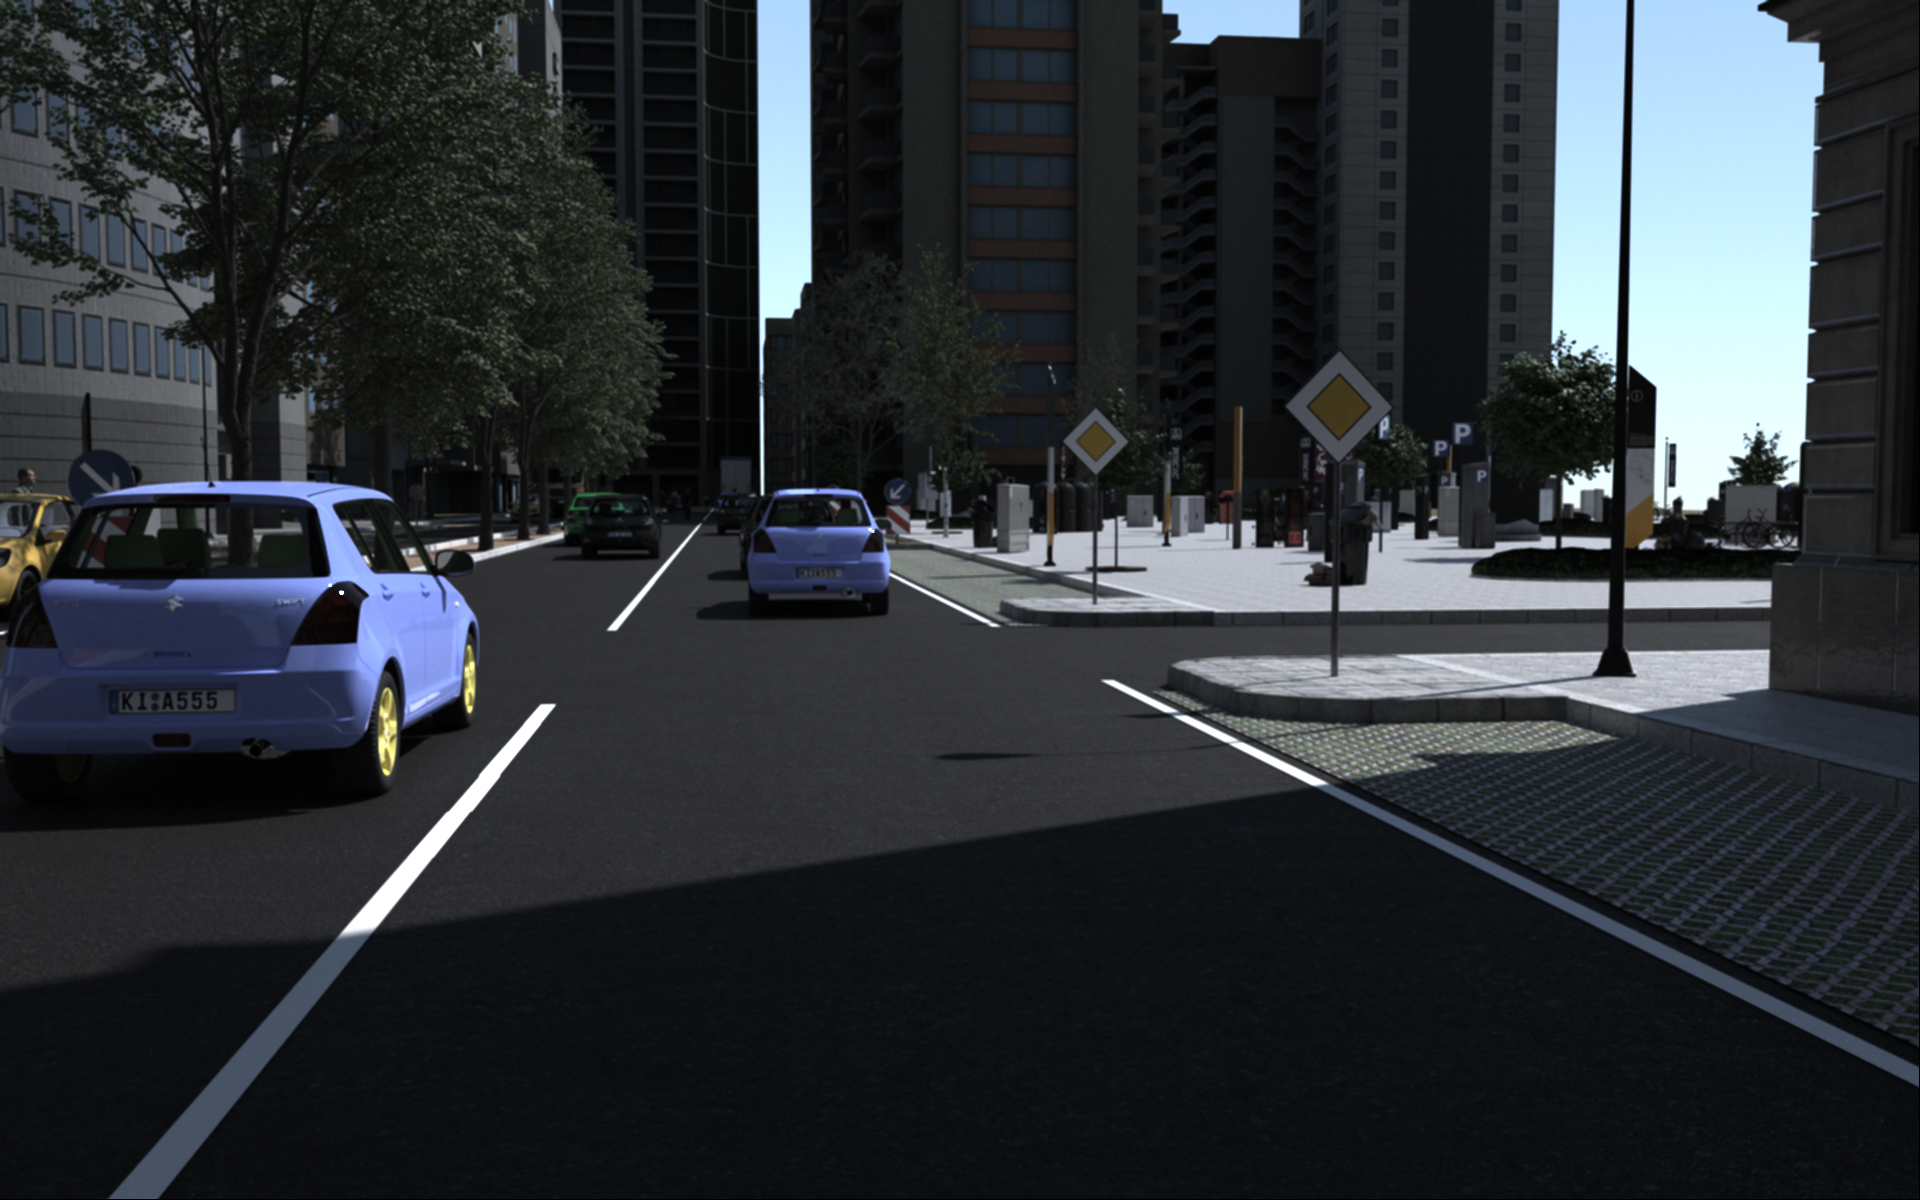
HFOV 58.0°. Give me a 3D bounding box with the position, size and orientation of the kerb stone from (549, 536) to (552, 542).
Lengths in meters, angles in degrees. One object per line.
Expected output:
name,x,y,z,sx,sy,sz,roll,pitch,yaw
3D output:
kerb stone,-12.282,-1.786,51.392,0.120,0.150,1.000,0,4,-8

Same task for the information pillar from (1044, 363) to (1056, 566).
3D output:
information pillar,1.609,-2.411,30.778,0.183,3.616,0.504,0,4,-2

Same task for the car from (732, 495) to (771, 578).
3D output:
car,-3.037,-1.292,30.909,2.009,1.686,4.222,-1,4,-9

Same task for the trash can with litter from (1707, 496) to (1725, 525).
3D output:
trash can with litter,23.770,-2.716,55.458,2.233,1.210,1.678,1,4,17

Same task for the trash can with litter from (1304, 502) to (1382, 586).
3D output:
trash can with litter,5.390,-0.796,24.402,1.055,1.170,0.624,-3,4,-37

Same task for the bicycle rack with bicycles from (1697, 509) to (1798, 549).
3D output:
bicycle rack with bicycles,19.373,-1.704,41.241,2.925,0.926,2.852,3,4,37

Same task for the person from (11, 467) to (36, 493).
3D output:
person,-13.227,-0.979,24.612,0.767,1.812,0.694,-1,4,-11

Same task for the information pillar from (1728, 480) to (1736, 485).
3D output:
information pillar,40.505,-5.287,90.937,0.304,2.012,0.304,0,4,-8

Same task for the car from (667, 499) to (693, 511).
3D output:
car,-23.046,-7.970,142.113,2.131,1.459,4.920,0,4,-6

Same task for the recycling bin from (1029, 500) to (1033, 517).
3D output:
recycling bin,2.986,-3.867,75.784,0.722,1.027,0.722,2,4,35

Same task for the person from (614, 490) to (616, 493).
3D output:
person,-29.865,-8.621,149.471,0.705,1.822,1.348,0,4,-7

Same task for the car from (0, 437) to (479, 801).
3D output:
car,-3.704,0.009,9.446,1.945,1.707,3.694,0,4,-7

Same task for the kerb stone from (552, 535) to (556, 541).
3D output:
kerb stone,-12.411,-1.848,52.406,0.120,0.150,1.000,0,4,-8

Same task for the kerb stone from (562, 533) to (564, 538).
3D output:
kerb stone,-12.828,-2.034,55.445,0.120,0.150,1.000,0,4,-8

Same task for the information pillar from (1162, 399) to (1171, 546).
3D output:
information pillar,5.093,-3.128,42.492,0.183,3.616,0.504,0,4,-2

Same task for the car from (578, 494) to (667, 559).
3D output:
car,-7.715,-1.821,39.561,2.009,1.686,4.222,-1,4,-9

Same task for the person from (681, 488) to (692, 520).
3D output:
person,-15.378,-5.402,97.338,0.721,1.766,1.217,-3,4,-36

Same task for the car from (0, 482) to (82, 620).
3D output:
car,-11.466,-0.637,20.635,2.015,1.641,3.980,0,4,-6

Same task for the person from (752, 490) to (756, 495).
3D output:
person,-20.447,-9.917,170.724,1.350,1.814,0.705,-2,4,-35

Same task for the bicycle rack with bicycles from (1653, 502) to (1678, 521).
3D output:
bicycle rack with bicycles,33.060,-4.287,83.479,2.925,0.926,2.852,1,4,13

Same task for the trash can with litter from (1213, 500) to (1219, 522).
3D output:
trash can with litter,11.602,-4.096,78.362,1.055,1.170,0.624,3,5,43

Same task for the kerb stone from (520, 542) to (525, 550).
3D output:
kerb stone,-11.311,-1.351,44.284,0.120,0.150,1.000,0,4,-8

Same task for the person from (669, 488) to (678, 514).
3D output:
person,-20.408,-7.021,123.163,0.709,1.838,0.599,2,4,30

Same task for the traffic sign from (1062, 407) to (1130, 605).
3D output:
traffic sign,1.562,-1.003,20.037,0.795,2.450,0.064,0,4,-8

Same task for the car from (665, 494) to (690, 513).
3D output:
car,-21.275,-7.410,130.946,2.009,1.686,4.222,-1,4,-9

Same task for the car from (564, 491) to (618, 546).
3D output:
car,-10.203,-2.472,49.207,1.959,1.807,4.718,0,4,-7

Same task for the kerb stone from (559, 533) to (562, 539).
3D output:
kerb stone,-12.691,-1.972,54.431,0.120,0.150,1.000,0,4,-8

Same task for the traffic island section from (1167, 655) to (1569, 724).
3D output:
traffic island section,2.654,0.616,12.204,2.009,0.180,2.903,0,4,-8

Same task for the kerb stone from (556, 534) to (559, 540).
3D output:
kerb stone,-12.547,-1.910,53.419,0.120,0.150,1.000,0,4,-8

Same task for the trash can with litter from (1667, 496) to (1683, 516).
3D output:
trash can with litter,41.709,-5.497,101.266,1.055,1.170,0.624,1,4,20

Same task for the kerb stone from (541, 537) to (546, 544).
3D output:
kerb stone,-11.997,-1.661,49.350,0.120,0.150,1.000,0,4,-8

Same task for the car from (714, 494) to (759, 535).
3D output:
car,-7.761,-3.175,61.706,2.009,1.686,4.222,0,4,-7

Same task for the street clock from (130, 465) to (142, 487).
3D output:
street clock,-20.793,-2.380,43.489,0.471,2.002,0.358,0,4,-2

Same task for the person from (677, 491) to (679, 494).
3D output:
person,-26.227,-9.266,160.722,1.217,1.743,0.721,-2,4,-25

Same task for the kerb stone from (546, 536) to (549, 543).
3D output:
kerb stone,-12.140,-1.723,50.374,0.120,0.150,1.000,0,4,-8

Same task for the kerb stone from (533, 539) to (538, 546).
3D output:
kerb stone,-11.726,-1.533,47.323,0.120,0.150,1.000,0,4,-8

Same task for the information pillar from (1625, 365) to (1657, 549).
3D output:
information pillar,12.342,-2.452,31.446,0.504,3.616,0.183,1,4,12

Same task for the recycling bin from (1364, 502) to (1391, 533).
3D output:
recycling bin,13.991,-2.783,58.053,0.722,1.027,0.722,0,4,-5

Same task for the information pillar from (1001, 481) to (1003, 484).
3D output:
information pillar,2.467,-5.512,94.619,0.304,2.012,0.304,-3,5,-42

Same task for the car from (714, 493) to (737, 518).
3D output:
car,-14.235,-5.951,106.886,1.945,1.707,3.694,0,4,-6

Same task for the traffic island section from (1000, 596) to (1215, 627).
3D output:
traffic island section,1.584,0.132,20.117,2.009,0.180,2.903,0,4,-8

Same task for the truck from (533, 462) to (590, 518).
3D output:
truck,-24.090,-6.780,106.770,3.469,3.379,9.791,0,4,-7

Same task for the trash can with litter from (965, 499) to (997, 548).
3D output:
trash can with litter,0.682,-1.853,41.683,0.624,1.170,1.055,3,5,44

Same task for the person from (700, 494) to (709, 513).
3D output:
person,-19.028,-7.185,129.158,0.628,1.438,0.799,0,4,-5

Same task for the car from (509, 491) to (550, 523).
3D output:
car,-21.537,-4.686,86.841,2.015,1.641,3.980,-1,4,-9

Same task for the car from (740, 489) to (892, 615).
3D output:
car,-1.809,-0.749,21.841,1.945,1.707,3.694,0,4,-6

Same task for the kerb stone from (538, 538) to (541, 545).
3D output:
kerb stone,-11.866,-1.597,48.336,0.120,0.150,1.000,0,4,-8

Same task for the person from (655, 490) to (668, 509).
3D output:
person,-28.901,-9.743,167.814,1.348,1.821,0.705,1,4,10

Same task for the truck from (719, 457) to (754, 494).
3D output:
truck,-17.539,-8.990,135.901,2.839,4.237,11.283,0,4,-7

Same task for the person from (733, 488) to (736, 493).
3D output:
person,-15.061,-6.570,115.859,1.348,1.831,0.705,-3,5,-39

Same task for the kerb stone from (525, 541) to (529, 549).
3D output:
kerb stone,-11.455,-1.413,45.296,0.120,0.150,1.000,0,4,-8

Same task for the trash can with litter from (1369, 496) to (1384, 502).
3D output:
trash can with litter,13.870,-2.961,59.466,2.233,1.210,1.678,0,4,-4

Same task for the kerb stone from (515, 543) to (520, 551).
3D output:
kerb stone,-11.185,-1.286,43.270,0.120,0.150,1.000,0,4,-8

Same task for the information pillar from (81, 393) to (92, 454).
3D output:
information pillar,-20.242,-2.987,40.198,0.183,3.616,0.504,-3,5,-40

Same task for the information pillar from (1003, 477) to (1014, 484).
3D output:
information pillar,2.162,-4.317,75.078,0.304,2.012,0.304,-1,4,-12

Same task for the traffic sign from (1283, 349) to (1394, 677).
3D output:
traffic sign,2.632,-0.519,12.124,0.795,2.450,0.064,0,4,-8

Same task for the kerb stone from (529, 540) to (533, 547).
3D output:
kerb stone,-11.598,-1.475,46.309,0.120,0.150,1.000,0,4,-8

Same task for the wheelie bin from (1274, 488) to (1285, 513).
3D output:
wheelie bin,16.746,-5.053,90.519,0.693,1.594,0.980,-2,4,-35
